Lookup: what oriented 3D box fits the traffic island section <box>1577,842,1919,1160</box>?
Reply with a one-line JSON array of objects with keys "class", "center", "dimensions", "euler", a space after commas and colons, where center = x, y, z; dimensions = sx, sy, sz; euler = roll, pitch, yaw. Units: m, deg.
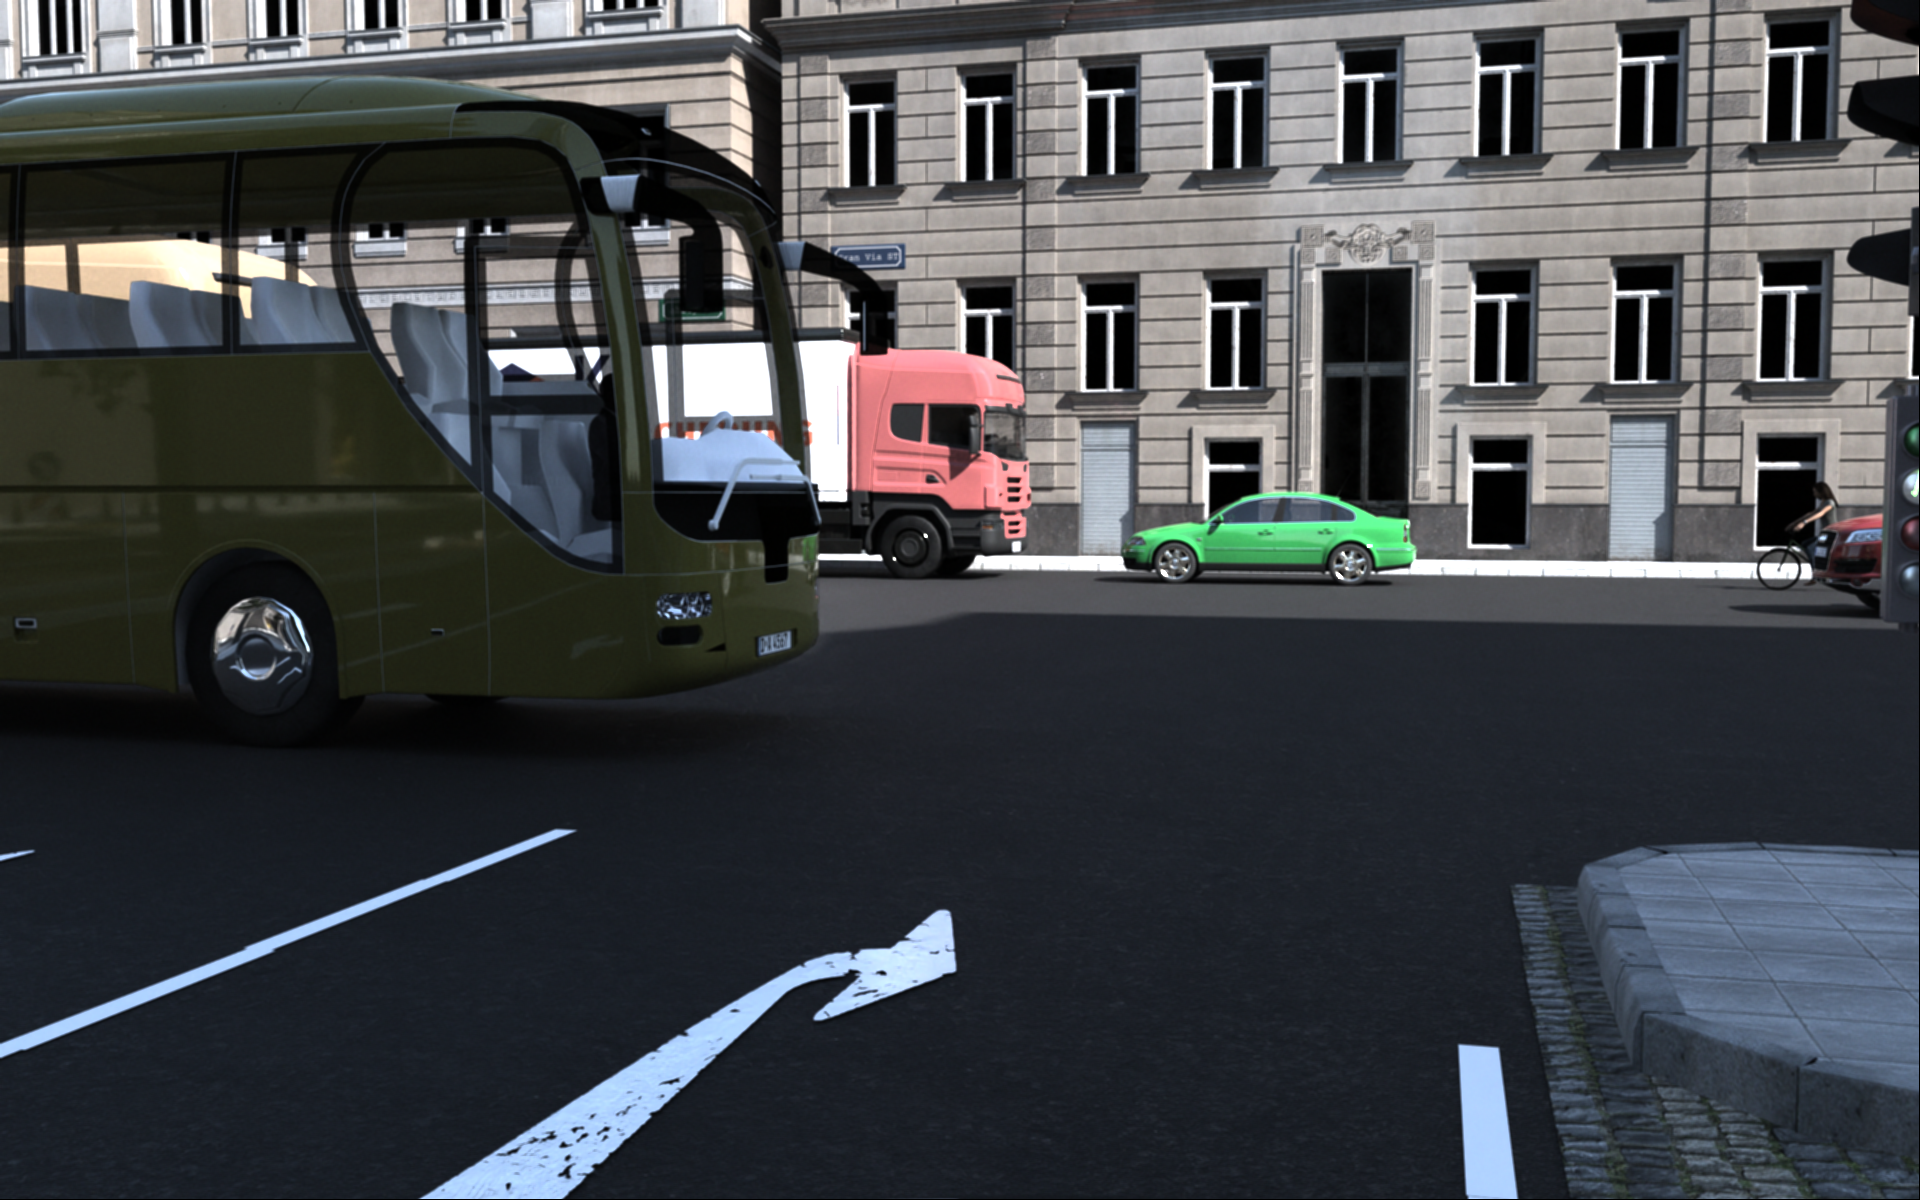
[{"class": "traffic island section", "center": [2.868, 1.065, 4.875], "dimensions": [2.009, 0.180, 2.903], "euler": [1, 4, 15]}]

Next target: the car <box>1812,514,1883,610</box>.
[{"class": "car", "center": [12.851, -0.701, 20.136], "dimensions": [5.304, 1.827, 2.281], "euler": [1, 4, 14]}]

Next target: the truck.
[{"class": "truck", "center": [-3.771, -2.572, 30.973], "dimensions": [11.283, 4.237, 2.839], "euler": [1, 4, 17]}]

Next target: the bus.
[{"class": "bus", "center": [-6.745, -1.227, 11.607], "dimensions": [12.252, 3.916, 2.896], "euler": [1, 4, 15]}]

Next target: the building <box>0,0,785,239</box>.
[{"class": "building", "center": [-12.490, -15.803, 44.284], "dimensions": [20.117, 28.700, 13.634], "euler": [1, 4, 15]}]

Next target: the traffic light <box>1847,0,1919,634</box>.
[{"class": "traffic light", "center": [0.790, -1.866, 5.179], "dimensions": [4.771, 5.953, 1.251], "euler": [1, 4, 15]}]

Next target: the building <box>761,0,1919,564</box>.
[{"class": "building", "center": [9.349, -14.753, 38.480], "dimensions": [25.104, 27.353, 12.463], "euler": [1, 4, 15]}]

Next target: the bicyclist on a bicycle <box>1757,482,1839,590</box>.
[{"class": "bicyclist on a bicycle", "center": [12.659, -0.953, 25.608], "dimensions": [1.625, 1.676, 1.499], "euler": [1, 4, 15]}]

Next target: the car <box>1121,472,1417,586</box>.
[{"class": "car", "center": [4.975, -1.179, 28.078], "dimensions": [4.718, 1.807, 1.959], "euler": [1, 4, 14]}]
